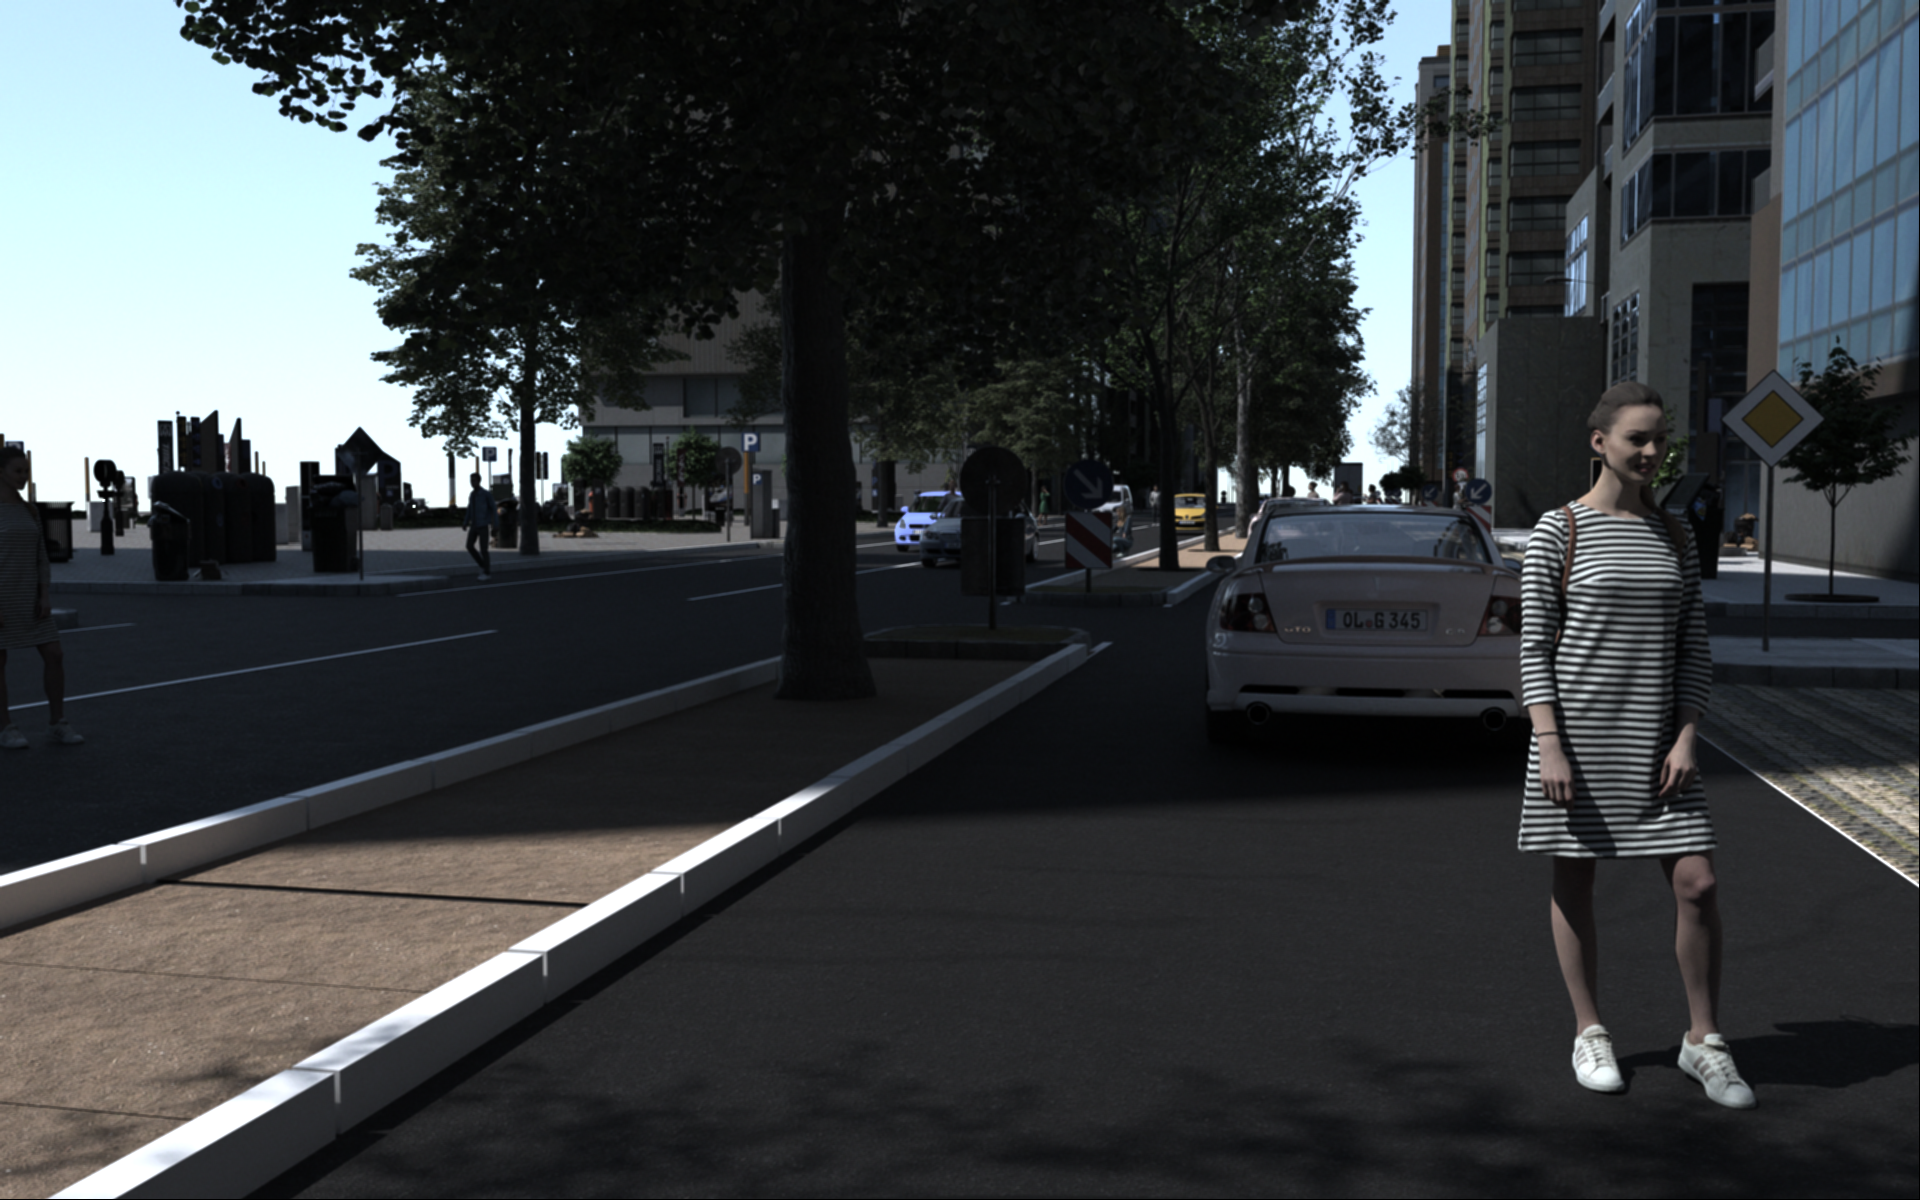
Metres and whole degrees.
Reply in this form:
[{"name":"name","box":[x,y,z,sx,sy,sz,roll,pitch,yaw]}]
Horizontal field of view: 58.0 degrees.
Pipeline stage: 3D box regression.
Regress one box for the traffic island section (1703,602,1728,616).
[{"name":"traffic island section","box":[8.360,0.020,21.955,2.009,0.180,2.903,1,4,13]}]

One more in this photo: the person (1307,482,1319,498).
[{"name":"person","box":[9.850,-2.445,48.813,0.374,1.781,0.599,-2,4,-31]}]

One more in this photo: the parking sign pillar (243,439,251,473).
[{"name":"parking sign pillar","box":[-25.684,-4.483,61.765,1.447,3.967,1.447,-3,4,-36]}]

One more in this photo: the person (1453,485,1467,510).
[{"name":"person","box":[16.916,-3.030,58.616,0.524,1.755,0.480,0,4,2]}]

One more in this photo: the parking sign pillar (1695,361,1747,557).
[{"name":"parking sign pillar","box":[15.518,-2.893,35.778,1.447,3.967,1.447,2,4,31]}]

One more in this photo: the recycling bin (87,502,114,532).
[{"name":"recycling bin","box":[-29.023,-2.808,58.459,0.722,1.027,0.722,-2,4,-34]}]

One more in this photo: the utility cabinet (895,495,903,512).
[{"name":"utility cabinet","box":[-3.539,-4.982,92.620,1.020,1.237,0.306,-2,4,-31]}]

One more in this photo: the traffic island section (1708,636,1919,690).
[{"name":"traffic island section","box":[6.606,0.496,14.164,2.009,0.180,2.903,1,4,13]}]

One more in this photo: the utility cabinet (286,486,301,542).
[{"name":"utility cabinet","box":[-17.747,-2.288,46.095,0.318,1.500,1.173,-1,4,-18]}]

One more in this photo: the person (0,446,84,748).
[{"name":"person","box":[-5.372,-0.020,9.828,0.522,1.701,0.512,1,4,23]}]

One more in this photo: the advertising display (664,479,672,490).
[{"name":"advertising display","box":[-12.901,-4.363,76.546,0.123,1.923,0.974,0,4,5]}]

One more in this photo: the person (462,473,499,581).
[{"name":"person","box":[-7.958,-1.221,28.804,0.601,1.785,0.444,2,4,35]}]

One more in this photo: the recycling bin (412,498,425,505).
[{"name":"recycling bin","box":[-31.918,-5.459,101.815,0.722,1.027,0.722,0,4,6]}]

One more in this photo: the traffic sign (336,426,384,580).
[{"name":"traffic sign","box":[-8.924,-1.354,25.775,0.795,2.450,0.064,1,4,13]}]

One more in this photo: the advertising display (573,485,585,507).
[{"name":"advertising display","box":[-20.558,-5.398,93.470,0.123,1.923,0.974,1,4,22]}]

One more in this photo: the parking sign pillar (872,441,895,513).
[{"name":"parking sign pillar","box":[-3.845,-6.029,87.048,1.447,3.967,1.447,3,5,40]}]

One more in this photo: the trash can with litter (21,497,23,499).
[{"name":"trash can with litter","box":[-60.420,-6.103,111.172,0.624,1.170,1.055,-1,4,-16]}]

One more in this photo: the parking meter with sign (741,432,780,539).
[{"name":"parking meter with sign","box":[-5.694,-3.278,49.862,0.543,3.016,1.738,1,4,16]}]

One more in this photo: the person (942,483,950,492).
[{"name":"person","box":[-0.372,-2.940,56.745,0.590,1.801,0.661,0,4,-6]}]

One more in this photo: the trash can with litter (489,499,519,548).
[{"name":"trash can with litter","box":[-10.877,-1.815,41.062,0.624,1.170,1.055,-3,5,-39]}]

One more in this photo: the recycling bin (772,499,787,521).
[{"name":"recycling bin","box":[-8.685,-4.316,83.116,0.722,1.027,0.722,3,5,42]}]

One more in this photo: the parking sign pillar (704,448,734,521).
[{"name":"parking sign pillar","box":[-11.593,-5.793,83.180,1.447,3.967,1.447,0,4,6]}]

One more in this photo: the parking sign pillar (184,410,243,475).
[{"name":"parking sign pillar","box":[-24.369,-4.124,55.902,1.447,3.967,1.447,1,4,18]}]

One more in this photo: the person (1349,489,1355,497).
[{"name":"person","box":[24.555,-6.122,109.320,0.721,1.743,1.217,-2,4,-32]}]

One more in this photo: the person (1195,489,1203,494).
[{"name":"person","box":[15.003,-6.091,108.894,0.742,1.727,0.445,3,4,36]}]

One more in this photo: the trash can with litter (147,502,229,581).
[{"name":"trash can with litter","box":[-11.544,-0.887,25.892,1.055,1.170,0.624,-2,4,-31]}]

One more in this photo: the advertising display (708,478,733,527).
[{"name":"advertising display","box":[-9.474,-3.866,68.421,0.974,1.923,0.123,0,4,-1]}]

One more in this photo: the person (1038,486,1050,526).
[{"name":"person","box":[3.758,-4.236,78.004,0.529,1.795,0.600,-1,4,-12]}]

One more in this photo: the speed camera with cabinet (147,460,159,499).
[{"name":"speed camera with cabinet","box":[-38.947,-5.557,85.197,0.660,3.252,2.038,1,4,21]}]

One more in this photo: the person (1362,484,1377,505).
[{"name":"person","box":[14.573,-3.232,61.697,0.532,1.782,0.716,1,4,11]}]

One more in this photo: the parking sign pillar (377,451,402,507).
[{"name":"parking sign pillar","box":[-32.725,-6.779,99.315,1.447,3.967,1.447,-1,4,-20]}]

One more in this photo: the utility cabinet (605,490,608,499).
[{"name":"utility cabinet","box":[-19.465,-5.471,98.126,1.173,1.500,0.318,-2,4,-25]}]

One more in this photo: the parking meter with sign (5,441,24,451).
[{"name":"parking meter with sign","box":[-30.942,-3.662,56.129,0.543,3.016,1.738,0,4,-7]}]

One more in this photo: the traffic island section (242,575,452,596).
[{"name":"traffic island section","box":[-8.949,-0.218,25.842,2.009,0.180,2.903,1,4,13]}]

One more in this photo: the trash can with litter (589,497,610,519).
[{"name":"trash can with litter","box":[-17.412,-4.396,83.266,1.055,1.170,0.624,-3,5,-45]}]

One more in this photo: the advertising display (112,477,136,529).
[{"name":"advertising display","box":[-31.019,-3.613,64.279,0.974,1.923,0.123,1,4,19]}]

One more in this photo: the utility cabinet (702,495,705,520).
[{"name":"utility cabinet","box":[-12.305,-4.599,86.363,1.020,1.237,0.306,-2,4,-25]}]

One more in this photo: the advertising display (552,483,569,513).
[{"name":"advertising display","box":[-23.937,-6.033,103.852,0.974,1.923,0.123,0,4,5]}]

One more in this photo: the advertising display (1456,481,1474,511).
[{"name":"advertising display","box":[24.066,-4.717,82.340,0.974,1.923,0.123,0,4,3]}]

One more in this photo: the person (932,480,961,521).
[{"name":"person","box":[-0.342,-1.824,38.997,0.731,1.740,0.598,-3,5,-39]}]

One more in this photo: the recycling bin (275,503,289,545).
[{"name":"recycling bin","box":[-17.447,-1.913,43.838,0.722,1.027,0.722,-2,4,-31]}]

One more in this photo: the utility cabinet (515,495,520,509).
[{"name":"utility cabinet","box":[-21.370,-4.486,84.508,0.306,1.237,1.020,-3,5,-39]}]

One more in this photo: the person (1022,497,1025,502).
[{"name":"person","box":[2.727,-4.252,78.566,0.519,1.759,0.362,-1,4,-14]}]

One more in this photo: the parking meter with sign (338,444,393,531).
[{"name":"parking meter with sign","box":[-20.828,-3.944,60.740,1.738,3.016,0.543,0,4,-3]}]

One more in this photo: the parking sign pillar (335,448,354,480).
[{"name":"parking sign pillar","box":[-35.839,-6.876,100.897,1.447,3.967,1.447,1,4,12]}]

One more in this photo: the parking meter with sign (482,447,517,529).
[{"name":"parking meter with sign","box":[-16.727,-4.091,63.151,0.543,3.016,1.738,-3,5,-43]}]

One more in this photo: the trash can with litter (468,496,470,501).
[{"name":"trash can with litter","box":[-24.068,-4.497,84.582,1.678,1.210,2.233,0,4,1]}]

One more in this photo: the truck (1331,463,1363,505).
[{"name":"truck","box":[35.692,-10.435,159.531,2.839,4.237,11.283,1,4,12]}]

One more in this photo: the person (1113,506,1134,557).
[{"name":"person","box":[3.660,-1.566,39.610,0.738,1.151,1.012,-1,4,-19]}]

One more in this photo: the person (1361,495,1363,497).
[{"name":"person","box":[56.991,-14.517,246.648,0.742,1.727,0.445,-1,4,-19]}]

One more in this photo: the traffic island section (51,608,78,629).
[{"name":"traffic island section","box":[-10.703,0.259,18.051,2.009,0.180,2.903,1,4,13]}]

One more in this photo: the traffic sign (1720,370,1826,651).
[{"name":"traffic sign","box":[6.581,-0.639,14.092,0.795,2.450,0.064,1,4,13]}]

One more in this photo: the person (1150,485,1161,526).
[{"name":"person","box":[8.805,-4.222,77.379,0.661,1.843,0.795,2,4,25]}]

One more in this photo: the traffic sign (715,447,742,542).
[{"name":"traffic sign","box":[-6.231,-2.841,46.555,0.768,2.556,0.104,1,4,13]}]

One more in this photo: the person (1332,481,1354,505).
[{"name":"person","box":[9.515,-2.047,42.552,0.593,1.750,0.643,-2,4,-28]}]

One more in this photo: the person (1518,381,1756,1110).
[{"name":"person","box":[1.603,0.323,4.215,0.512,1.701,0.522,0,4,-5]}]

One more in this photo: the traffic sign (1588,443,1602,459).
[{"name":"traffic sign","box":[8.335,-1.116,21.883,0.795,2.450,0.064,1,4,13]}]

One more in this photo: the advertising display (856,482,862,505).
[{"name":"advertising display","box":[-5.281,-5.100,88.600,0.123,1.923,0.974,1,4,20]}]

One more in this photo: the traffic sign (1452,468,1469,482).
[{"name":"traffic sign","box":[24.186,-5.114,83.722,0.768,2.556,0.104,1,4,18]}]
